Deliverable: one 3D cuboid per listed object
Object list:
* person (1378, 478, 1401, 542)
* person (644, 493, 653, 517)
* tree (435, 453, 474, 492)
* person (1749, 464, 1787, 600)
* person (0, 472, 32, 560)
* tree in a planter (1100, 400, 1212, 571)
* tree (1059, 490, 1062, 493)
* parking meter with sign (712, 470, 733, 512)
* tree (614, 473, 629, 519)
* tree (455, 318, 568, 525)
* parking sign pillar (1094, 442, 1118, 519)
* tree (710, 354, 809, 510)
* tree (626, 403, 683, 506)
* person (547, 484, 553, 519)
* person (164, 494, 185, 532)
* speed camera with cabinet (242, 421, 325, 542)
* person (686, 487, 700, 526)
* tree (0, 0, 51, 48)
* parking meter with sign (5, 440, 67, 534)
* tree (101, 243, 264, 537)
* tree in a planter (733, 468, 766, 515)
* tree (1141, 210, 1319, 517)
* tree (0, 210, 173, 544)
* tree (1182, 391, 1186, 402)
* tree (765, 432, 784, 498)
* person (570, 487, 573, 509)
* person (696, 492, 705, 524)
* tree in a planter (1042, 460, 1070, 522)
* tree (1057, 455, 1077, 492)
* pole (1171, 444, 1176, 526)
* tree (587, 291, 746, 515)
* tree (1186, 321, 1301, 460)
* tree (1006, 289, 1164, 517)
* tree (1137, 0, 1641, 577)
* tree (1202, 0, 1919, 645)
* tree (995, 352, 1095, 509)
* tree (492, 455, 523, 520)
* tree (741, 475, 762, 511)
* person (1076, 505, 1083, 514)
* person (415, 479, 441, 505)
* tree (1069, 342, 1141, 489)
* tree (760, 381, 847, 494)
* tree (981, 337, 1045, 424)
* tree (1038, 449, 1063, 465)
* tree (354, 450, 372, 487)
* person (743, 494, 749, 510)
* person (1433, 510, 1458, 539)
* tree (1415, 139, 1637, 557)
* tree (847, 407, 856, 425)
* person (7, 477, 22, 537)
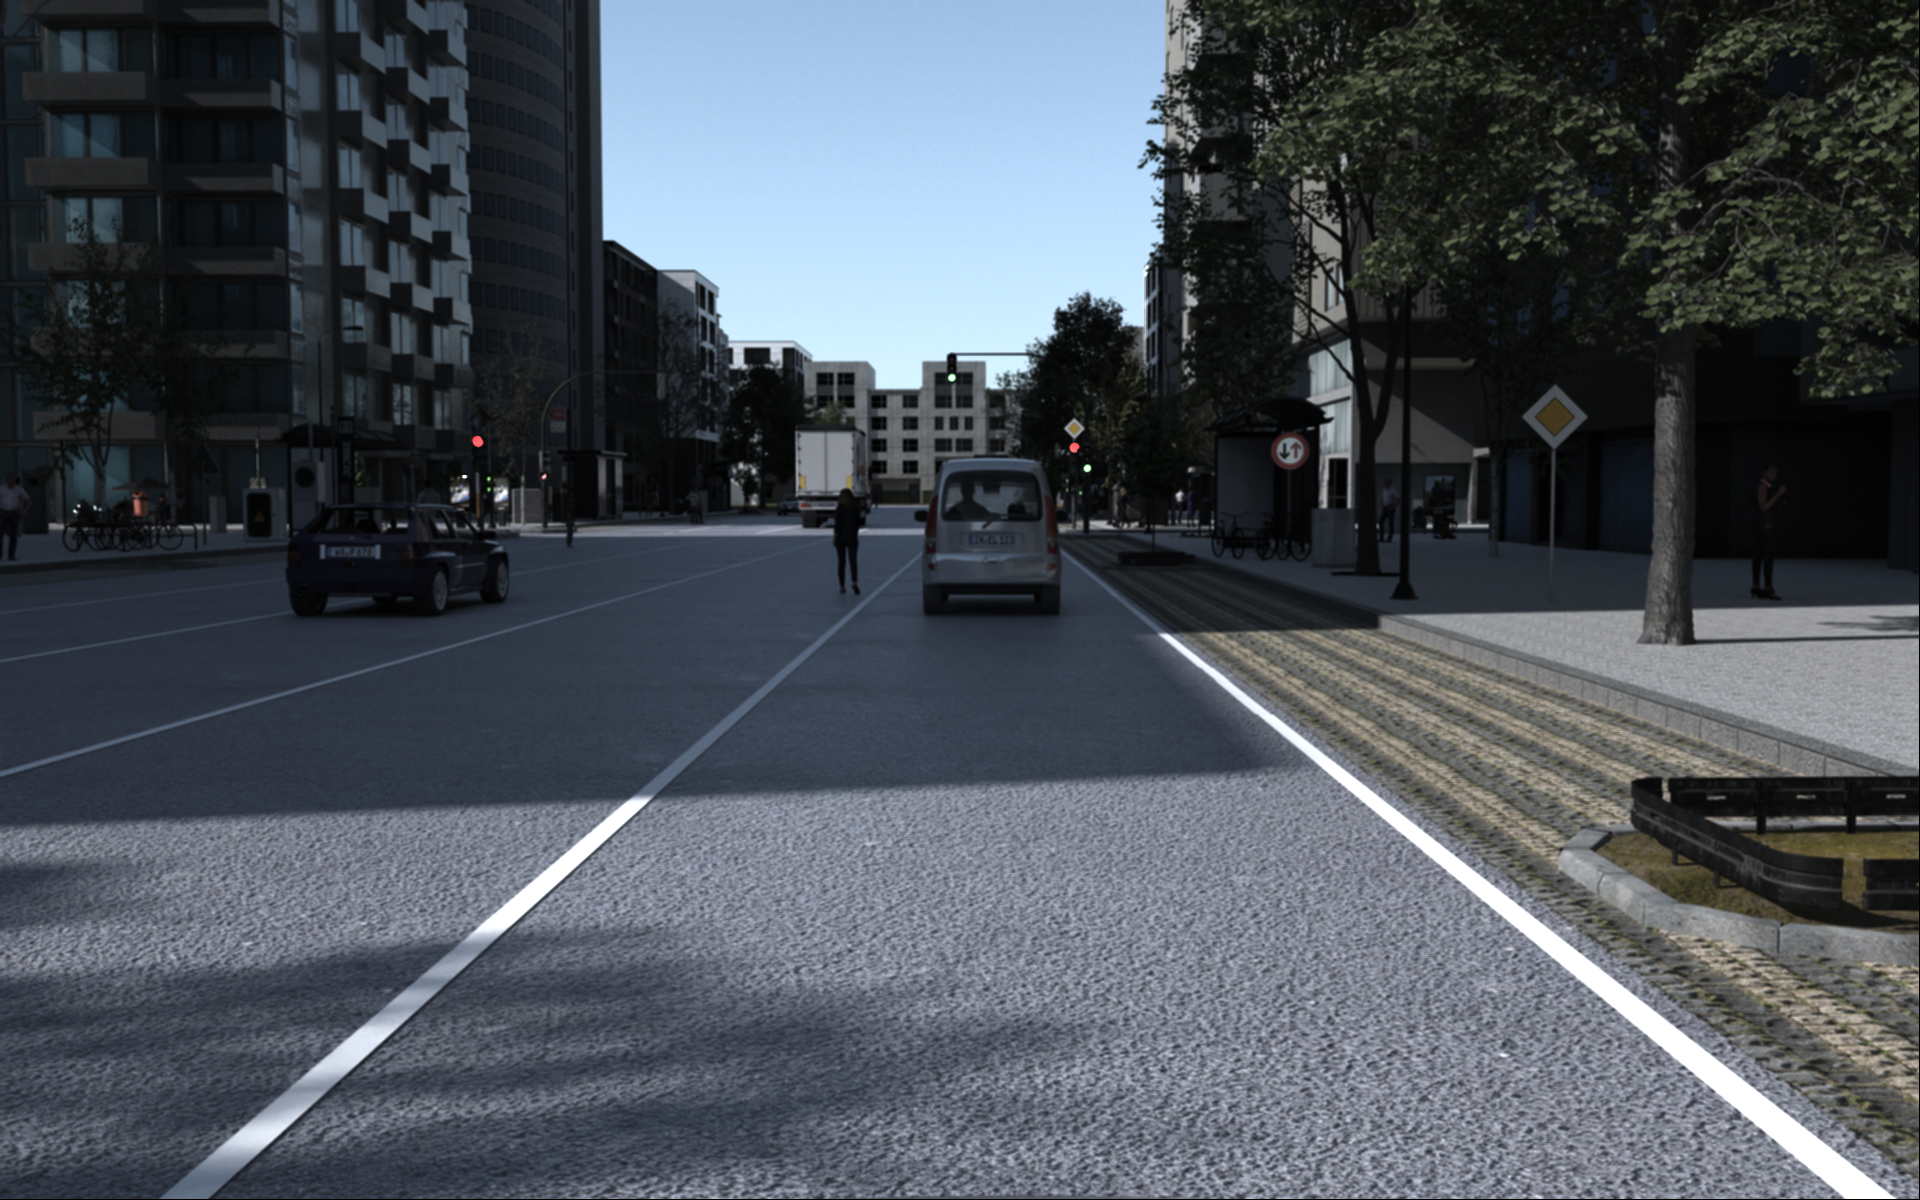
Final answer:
[{"bbox_3d":[11.343,-2.386,45.998,0.436,1.711,0.756,-1,4,-16],"label":"person"},{"bbox_3d":[-17.421,-5.323,96.978,0.340,1.345,0.435,3,4,39],"label":"person"},{"bbox_3d":[-23.636,-5.291,81.103,1.663,3.219,1.824,0,3,0],"label":"tree"},{"bbox_3d":[9.896,-0.834,21.145,0.415,1.643,0.593,-1,4,-22],"label":"person"},{"bbox_3d":[-18.367,-1.621,33.489,0.756,1.711,0.436,-2,4,-27],"label":"person"},{"bbox_3d":[3.702,-2.189,33.014,1.991,3.239,1.994,0,4,1],"label":"tree in a planter"},{"bbox_3d":[8.714,-10.002,158.135,1.663,3.219,1.824,0,3,0],"label":"tree"},{"bbox_3d":[-17.024,-7.802,123.827,1.738,3.016,0.543,3,4,36],"label":"parking meter with sign"},{"bbox_3d":[-18.230,-5.843,90.141,1.663,3.219,1.824,0,3,0],"label":"tree"},{"bbox_3d":[-18.362,-7.421,71.699,4.360,8.622,3.978,0,3,0],"label":"tree"},{"bbox_3d":[7.557,-6.110,88.378,1.447,3.967,1.447,3,4,36],"label":"parking sign pillar"},{"bbox_3d":[-16.123,-13.774,142.206,9.611,12.733,9.660,0,3,0],"label":"tree"},{"bbox_3d":[-22.934,-10.977,129.828,4.737,8.622,4.395,0,3,0],"label":"tree"},{"bbox_3d":[-21.387,-5.157,90.480,0.434,1.807,0.598,1,4,16],"label":"person"},{"bbox_3d":[-27.505,-2.994,60.688,0.697,1.427,0.421,-3,5,-43],"label":"person"},{"bbox_3d":[-18.202,-3.196,46.597,2.038,3.252,0.660,0,4,1],"label":"speed camera with cabinet"},{"bbox_3d":[-12.100,-4.257,78.825,0.376,1.734,0.841,-3,5,-44],"label":"person"},{"bbox_3d":[-17.681,-10.720,31.154,12.611,20.169,13.585,0,3,0],"label":"tree"},{"bbox_3d":[-29.556,-3.613,55.338,1.738,3.016,0.543,-2,4,-24],"label":"parking meter with sign"},{"bbox_3d":[-23.311,-6.195,51.650,4.360,8.622,3.978,0,3,0],"label":"tree"},{"bbox_3d":[-14.208,-7.332,117.100,1.991,3.239,1.994,0,4,1],"label":"tree in a planter"},{"bbox_3d":[7.042,-5.783,44.910,4.737,8.622,4.395,0,3,0],"label":"tree"},{"bbox_3d":[-22.387,-5.771,44.721,4.737,8.622,4.395,0,3,0],"label":"tree"},{"bbox_3d":[12.370,-7.994,81.058,4.360,8.622,3.978,0,3,0],"label":"tree"},{"bbox_3d":[-16.120,-12.705,158.087,4.737,8.622,4.395,0,3,0],"label":"tree"},{"bbox_3d":[-20.460,-5.168,91.994,0.517,1.644,0.566,-1,4,-10],"label":"person"},{"bbox_3d":[-12.525,-4.424,83.049,0.499,1.552,0.429,-2,4,-35],"label":"person"},{"bbox_3d":[4.653,-5.618,89.083,1.991,3.239,1.994,0,4,1],"label":"tree in a planter"},{"bbox_3d":[8.191,-9.263,135.171,4.285,4.588,4.351,0,3,0],"label":"tree"},{"bbox_3d":[8.660,-4.667,70.150,0.158,3.312,0.155,0,3,0],"label":"pole"},{"bbox_3d":[-17.644,-11.914,105.168,12.009,13.543,11.850,0,3,0],"label":"tree"},{"bbox_3d":[11.881,-7.380,71.029,4.360,8.622,3.978,0,3,0],"label":"tree"},{"bbox_3d":[7.301,-11.019,97.171,9.611,12.733,9.660,0,3,0],"label":"tree"},{"bbox_3d":[6.533,-6.195,27.044,9.928,11.665,9.643,0,3,0],"label":"tree"},{"bbox_3d":[6.022,-5.923,14.969,7.486,12.596,7.792,0,3,0],"label":"tree"},{"bbox_3d":[7.658,-14.535,148.015,12.009,13.543,11.850,0,3,0],"label":"tree"},{"bbox_3d":[-22.493,-5.604,86.228,1.663,3.219,1.824,0,3,0],"label":"tree"},{"bbox_3d":[-16.198,-8.587,135.000,1.663,3.219,1.824,0,3,0],"label":"tree"},{"bbox_3d":[7.634,-6.226,110.043,0.471,1.553,0.569,1,4,17],"label":"person"},{"bbox_3d":[-13.537,-2.170,44.131,0.875,1.805,0.789,-3,5,-41],"label":"person"},{"bbox_3d":[7.496,-8.146,83.542,4.737,8.622,4.395,0,3,0],"label":"tree"},{"bbox_3d":[-16.975,-15.662,174.199,7.486,12.596,7.792,0,3,0],"label":"tree"},{"bbox_3d":[8.708,-21.774,211.899,12.611,20.169,13.585,0,3,0],"label":"tree"},{"bbox_3d":[9.333,-14.443,186.503,4.360,8.622,3.978,0,3,0],"label":"tree"},{"bbox_3d":[-24.335,-4.616,70.071,1.663,3.219,1.824,0,3,0],"label":"tree"},{"bbox_3d":[-16.897,-7.927,137.114,0.566,1.644,0.517,-3,5,-44],"label":"person"},{"bbox_3d":[13.877,-2.136,49.248,0.859,0.850,0.655,0,4,-1],"label":"person"},{"bbox_3d":[10.916,-5.157,34.673,4.737,8.622,4.395,0,3,0],"label":"tree"},{"bbox_3d":[-15.443,-17.829,209.630,7.486,12.596,7.792,0,3,0],"label":"tree"},{"bbox_3d":[-28.377,-2.797,51.915,0.789,1.805,0.875,-2,4,-33],"label":"person"}]
